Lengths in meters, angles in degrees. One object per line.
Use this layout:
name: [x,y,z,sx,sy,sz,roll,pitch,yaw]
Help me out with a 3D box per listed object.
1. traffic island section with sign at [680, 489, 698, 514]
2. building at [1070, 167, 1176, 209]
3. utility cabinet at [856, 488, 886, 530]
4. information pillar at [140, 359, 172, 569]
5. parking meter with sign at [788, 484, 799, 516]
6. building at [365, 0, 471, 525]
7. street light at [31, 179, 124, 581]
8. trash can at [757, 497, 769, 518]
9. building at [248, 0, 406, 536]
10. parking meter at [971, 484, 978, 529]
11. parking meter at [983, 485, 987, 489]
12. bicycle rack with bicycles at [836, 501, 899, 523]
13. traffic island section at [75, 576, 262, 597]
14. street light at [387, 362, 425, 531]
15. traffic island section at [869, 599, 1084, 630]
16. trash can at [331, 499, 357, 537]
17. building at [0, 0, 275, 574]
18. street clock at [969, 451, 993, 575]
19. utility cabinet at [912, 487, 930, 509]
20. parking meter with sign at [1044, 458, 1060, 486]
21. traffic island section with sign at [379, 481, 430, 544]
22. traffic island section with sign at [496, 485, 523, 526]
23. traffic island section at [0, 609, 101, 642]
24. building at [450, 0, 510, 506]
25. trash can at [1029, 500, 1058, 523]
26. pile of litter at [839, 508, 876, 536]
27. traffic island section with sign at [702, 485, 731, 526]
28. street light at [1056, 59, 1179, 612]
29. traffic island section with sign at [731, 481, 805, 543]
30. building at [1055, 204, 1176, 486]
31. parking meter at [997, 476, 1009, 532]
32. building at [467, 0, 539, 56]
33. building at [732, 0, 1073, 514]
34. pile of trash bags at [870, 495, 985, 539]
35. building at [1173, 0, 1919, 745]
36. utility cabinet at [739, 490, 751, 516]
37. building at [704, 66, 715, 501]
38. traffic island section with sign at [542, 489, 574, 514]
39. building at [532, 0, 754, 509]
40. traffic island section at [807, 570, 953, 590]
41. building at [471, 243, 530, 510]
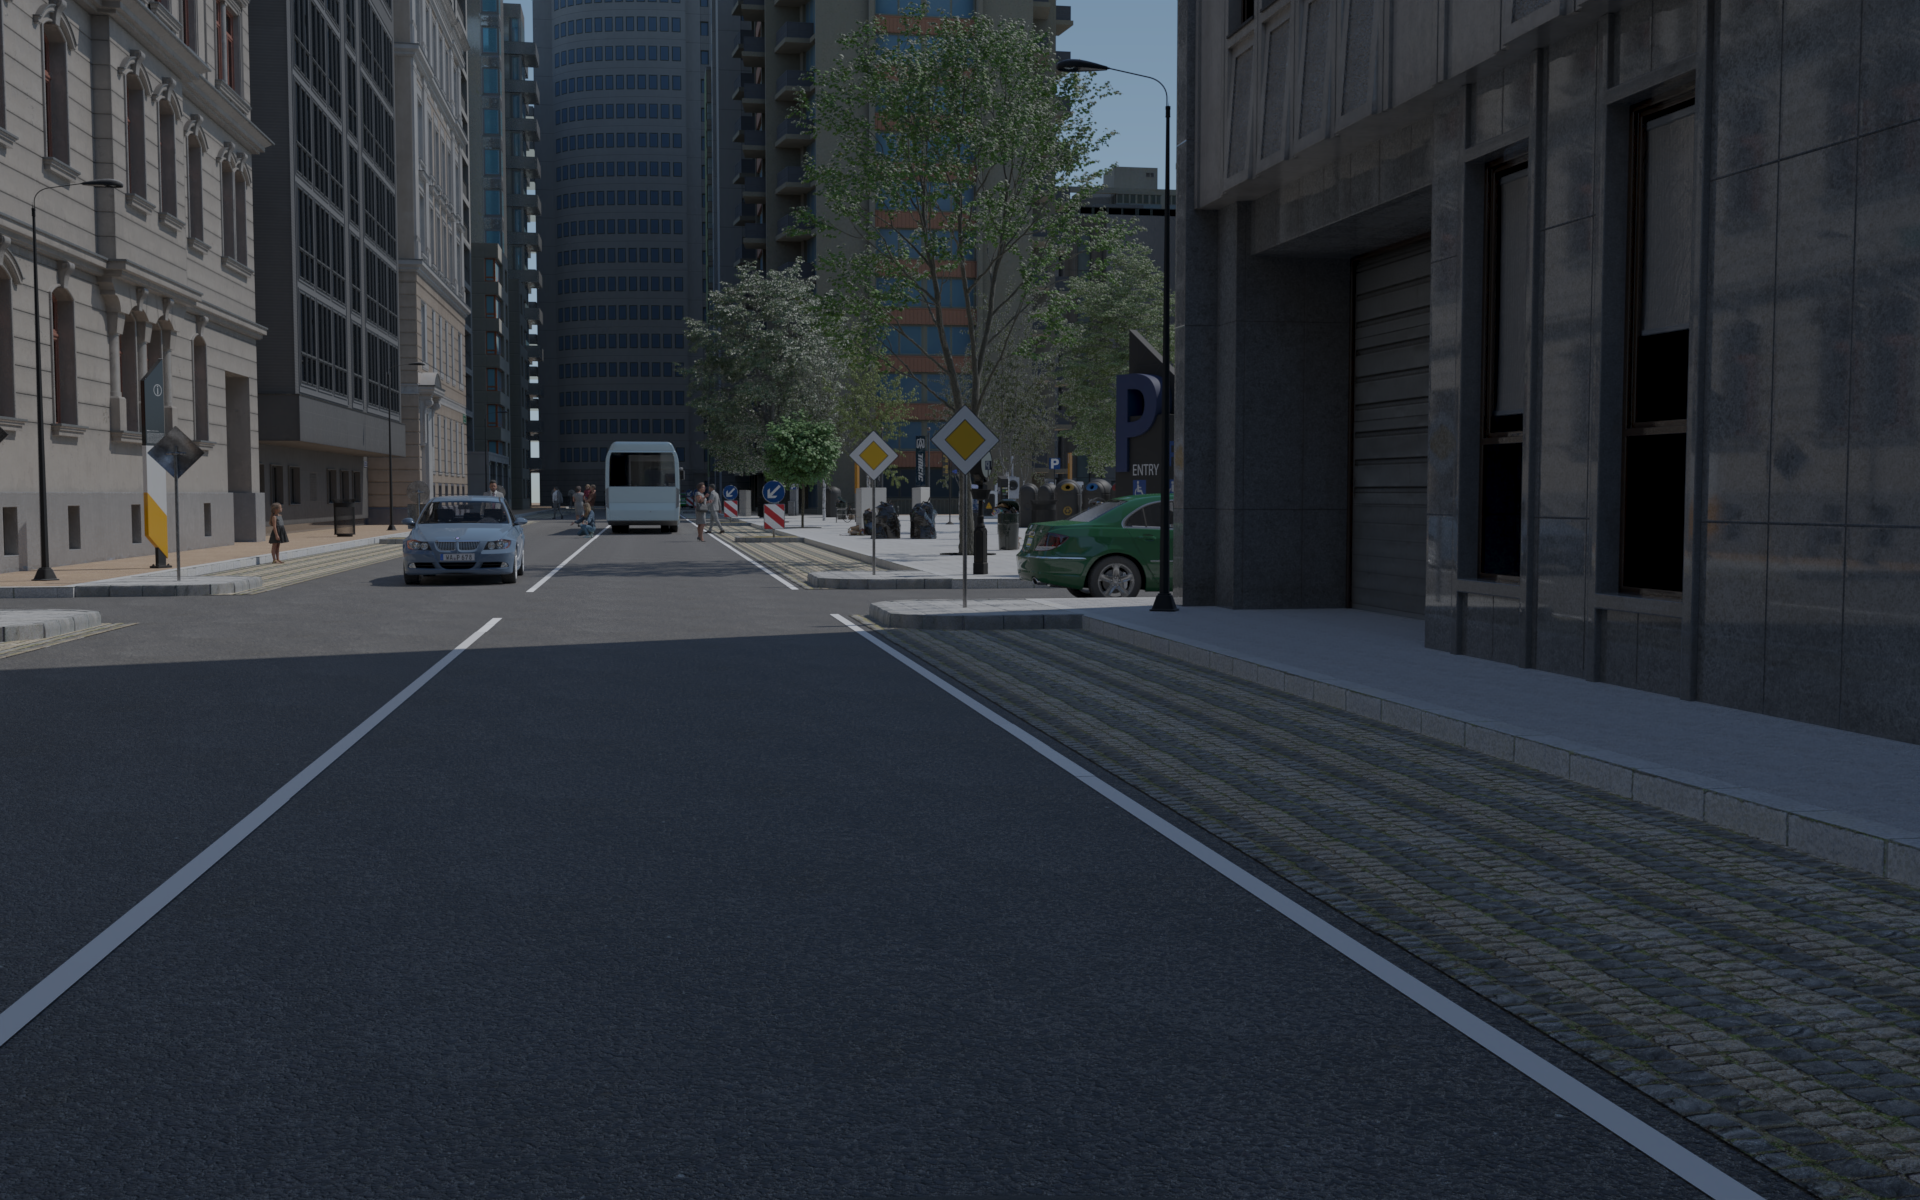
traffic island section with sign: [-19.439,-7.285,127.736,1.989,1.847,2.006,-1,4,-10]
building: [20.806,-31.596,208.481,23.993,40.220,32.217,-1,4,-10]
utility cabinet: [-3.132,-3.194,60.907,1.173,1.500,0.318,-3,5,-45]
information pillar: [-13.862,-2.352,29.812,0.183,3.616,0.504,1,4,14]
parking meter with sign: [-9.766,-6.449,101.696,0.543,3.016,1.738,0,4,4]
building: [-30.240,-17.973,79.758,13.634,28.700,20.117,-1,4,-10]
street light: [-13.032,-3.245,25.599,1.470,5.913,1.316,-1,4,-10]
trash can: [-10.686,-5.040,94.052,0.748,1.137,0.748,0,3,0]
building: [-27.645,-16.169,57.874,14.314,27.812,24.014,-1,4,-10]
parking meter: [0.336,-2.134,43.295,0.372,1.533,0.369,0,3,0]
parking meter: [1.338,-5.473,95.194,0.399,1.863,0.255,0,4,-5]
bicycle rack with bicycles: [-4.116,-3.939,77.777,2.852,0.926,2.925,2,4,34]
traffic island section: [-11.571,-0.204,25.609,2.009,0.180,2.903,-1,4,-10]
street light: [-19.508,-5.410,60.996,1.470,5.913,1.316,-1,4,-10]
traffic island section: [0.074,0.165,19.583,2.009,0.180,2.903,-1,4,-10]
trash can: [-18.477,-2.467,51.988,0.748,1.137,0.748,0,3,0]
building: [-23.067,-15.102,34.306,14.401,28.519,23.554,-1,4,-10]
street clock: [0.328,-1.409,27.605,0.358,2.002,0.471,2,4,24]
utility cabinet: [-1.273,-2.891,55.952,0.318,1.500,1.173,1,4,13]
parking meter with sign: [4.415,-5.390,84.384,0.543,3.016,1.738,-1,4,-10]
traffic island section with sign: [-15.688,-2.544,50.228,1.989,1.847,2.006,-1,4,-10]
traffic island section with sign: [-20.553,-4.195,77.224,1.989,1.847,2.006,-1,4,-10]
traffic island section: [-10.154,0.277,17.750,2.009,0.180,2.903,-1,4,-10]
building: [-38.988,-40.843,106.033,20.563,71.187,20.611,-1,4,-10]
trash can: [2.084,-1.934,43.281,0.748,1.137,0.748,0,3,0]
pile of litter: [-2.965,-2.429,53.675,1.719,0.858,1.176,-1,4,-19]
traffic island section with sign: [-10.499,-4.254,78.180,1.989,1.847,2.006,-1,4,-10]
street light: [1.712,-2.827,18.763,1.470,5.913,1.316,-1,4,-10]
traffic island section with sign: [-5.710,-2.631,51.652,1.989,1.847,2.006,-1,4,-10]
building: [15.693,-24.762,176.554,14.107,30.474,14.160,-1,4,-10]
parking meter: [1.373,-3.035,55.340,0.255,1.863,0.399,-1,4,-20]
building: [-54.257,-32.974,158.740,30.456,49.044,23.786,-1,4,-10]
building: [-4.565,-28.588,122.039,22.147,44.769,28.867,-1,4,-10]
pile of trash bags: [-0.955,-2.457,49.916,3.447,1.369,1.912,1,4,16]
building: [10.142,-11.782,10.656,12.078,24.808,19.932,-1,4,-10]
utility cabinet: [-12.176,-5.478,98.237,0.318,1.500,1.173,-2,4,-26]
building: [-17.960,-29.781,170.513,14.154,41.232,14.086,-1,4,-10]
traffic island section with sign: [-29.414,-7.202,126.377,1.989,1.847,2.006,-1,4,-10]
building: [-32.694,-39.838,193.344,28.212,58.520,21.231,-1,4,-10]
traffic island section: [-1.343,-0.316,27.442,2.009,0.180,2.903,-1,4,-10]
building: [-47.966,-17.515,131.402,27.650,21.520,28.899,-1,4,-10]
